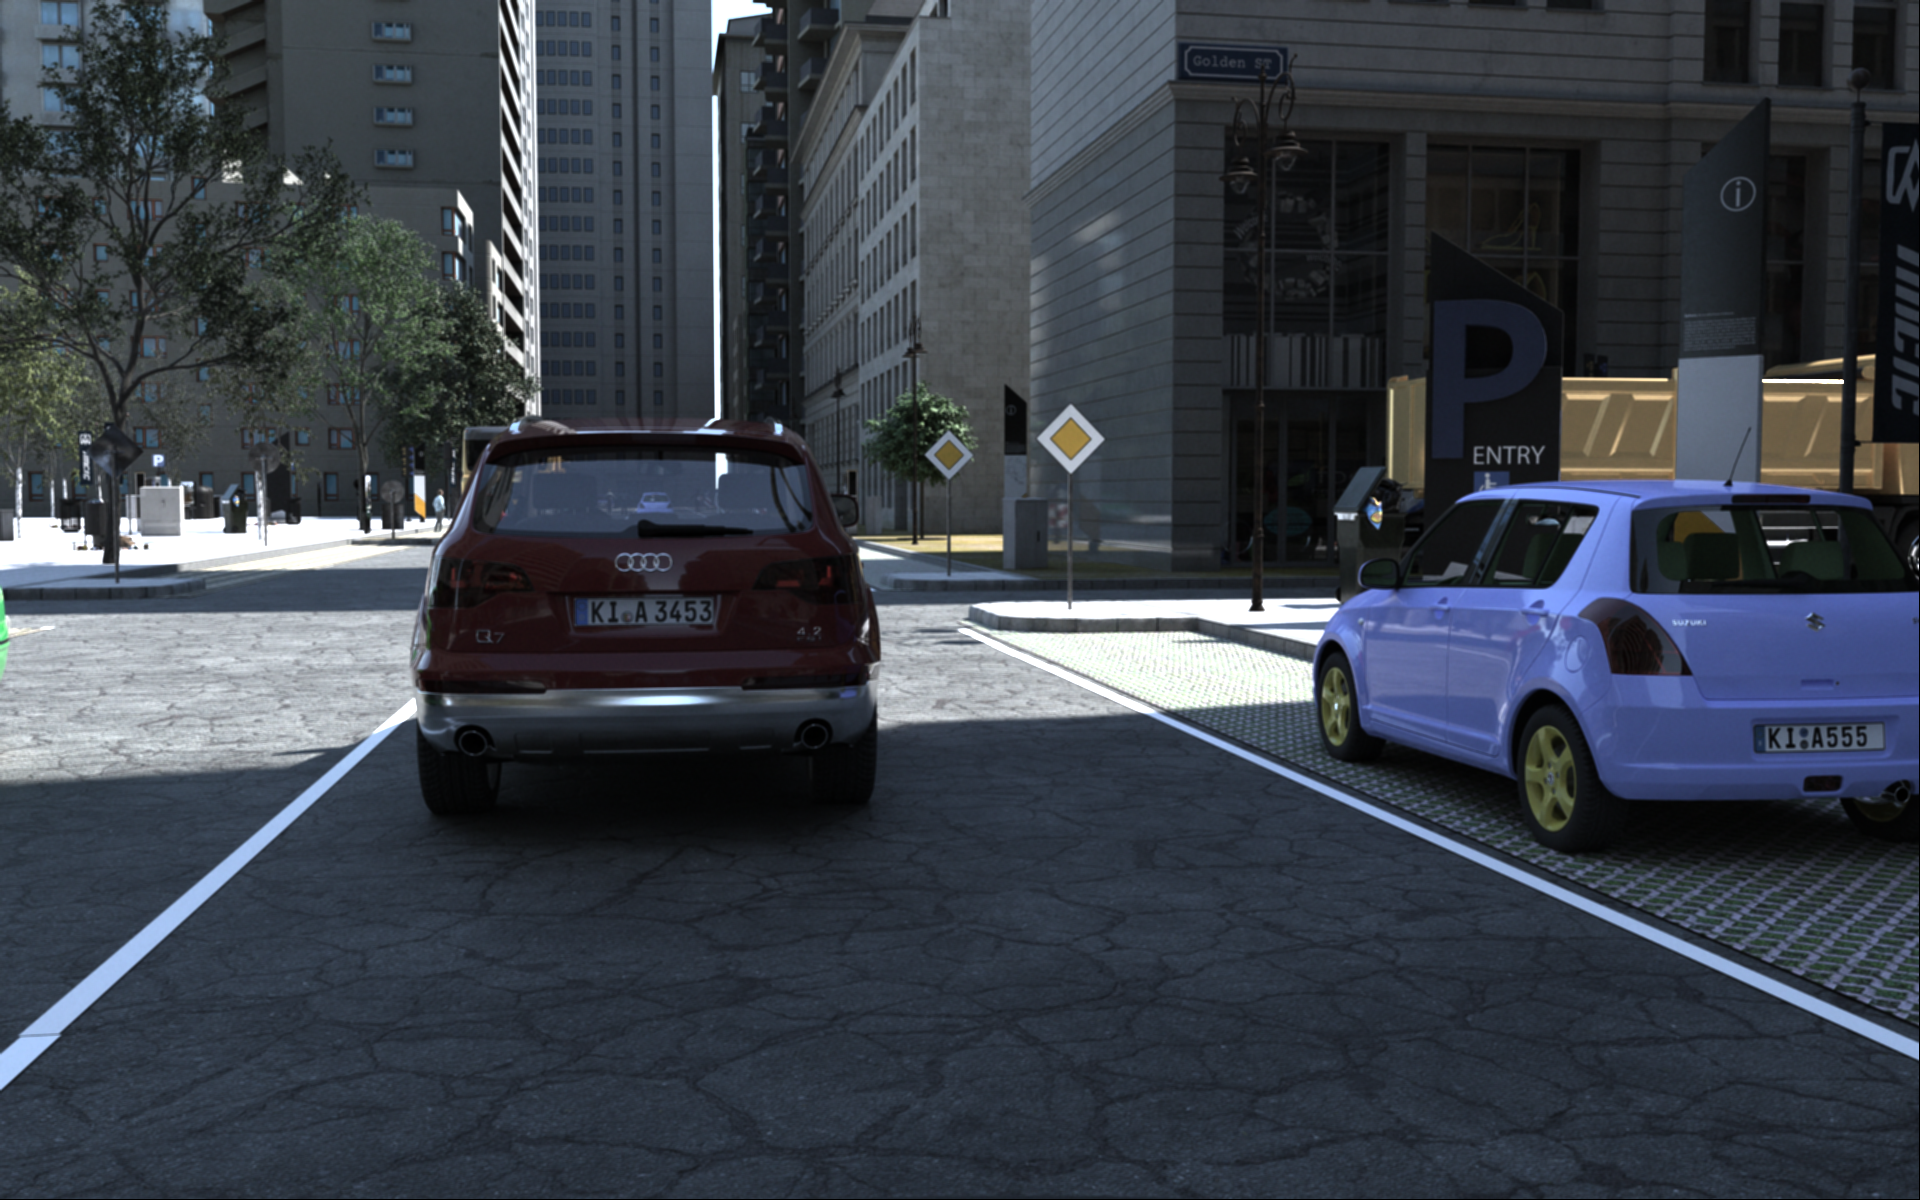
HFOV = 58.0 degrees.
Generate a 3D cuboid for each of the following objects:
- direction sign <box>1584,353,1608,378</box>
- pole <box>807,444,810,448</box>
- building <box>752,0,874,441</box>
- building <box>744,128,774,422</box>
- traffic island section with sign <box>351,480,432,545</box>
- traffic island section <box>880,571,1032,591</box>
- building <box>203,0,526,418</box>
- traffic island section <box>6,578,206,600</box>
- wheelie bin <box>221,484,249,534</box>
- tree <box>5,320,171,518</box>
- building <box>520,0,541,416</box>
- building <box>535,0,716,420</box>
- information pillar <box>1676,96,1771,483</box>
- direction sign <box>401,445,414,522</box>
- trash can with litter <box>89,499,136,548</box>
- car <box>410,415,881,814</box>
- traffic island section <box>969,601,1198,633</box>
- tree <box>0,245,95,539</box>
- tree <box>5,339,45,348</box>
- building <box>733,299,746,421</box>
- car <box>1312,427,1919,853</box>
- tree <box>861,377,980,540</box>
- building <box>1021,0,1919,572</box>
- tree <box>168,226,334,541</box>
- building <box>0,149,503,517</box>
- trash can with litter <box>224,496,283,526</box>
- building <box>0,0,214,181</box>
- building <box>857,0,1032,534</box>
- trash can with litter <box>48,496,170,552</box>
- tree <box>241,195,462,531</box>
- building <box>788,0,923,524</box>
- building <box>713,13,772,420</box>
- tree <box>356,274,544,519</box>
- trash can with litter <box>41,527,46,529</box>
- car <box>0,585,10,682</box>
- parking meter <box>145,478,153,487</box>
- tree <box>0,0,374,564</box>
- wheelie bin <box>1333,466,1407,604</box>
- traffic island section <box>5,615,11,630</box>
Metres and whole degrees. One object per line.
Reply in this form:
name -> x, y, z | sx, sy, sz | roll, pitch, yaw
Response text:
direction sign -> 10.324, -2.215, 28.219 | 0.379, 3.537, 0.876 | 3, 5, 42
pole -> -6.268, -4.732, 71.204 | 0.158, 3.312, 0.155 | 0, 3, 0
building -> -2.731, -28.397, 118.910 | 22.147, 44.769, 28.867 | -1, 4, -10
building -> -10.518, -22.572, 140.749 | 14.160, 30.474, 14.107 | -1, 4, -10
traffic island section with sign -> -16.125, -2.484, 49.239 | 1.989, 1.847, 2.006 | -1, 4, -10
traffic island section -> -0.154, -0.292, 27.061 | 2.009, 0.180, 2.903 | -1, 4, -10
building -> -45.824, -31.276, 135.065 | 21.300, 48.544, 21.600 | -1, 4, -10
traffic island section -> -12.161, -0.163, 24.952 | 2.009, 0.180, 2.903 | -1, 4, -10
wheelie bin -> -23.460, -2.945, 56.066 | 0.980, 1.594, 0.693 | 3, 5, 42
tree -> -34.527, -7.257, 69.013 | 4.360, 8.622, 3.978 | 0, 3, 0
building -> -50.112, -44.123, 159.663 | 20.611, 71.187, 20.563 | -1, 4, -10
building -> -41.673, -39.718, 191.391 | 28.212, 58.520, 21.231 | -1, 4, -10
information pillar -> 4.607, -1.169, 10.470 | 0.504, 3.616, 0.183 | 3, 5, 41
direction sign -> -25.440, -5.373, 79.850 | 0.876, 3.537, 0.379 | 2, 4, 33
trash can with litter -> -20.348, -1.848, 41.600 | 1.055, 1.170, 0.624 | 0, 4, 5
car -> -1.628, -0.045, 9.406 | 2.281, 1.827, 5.304 | -1, 4, -8
traffic island section -> 1.235, 0.189, 19.197 | 2.009, 0.180, 2.903 | -1, 4, -10
tree -> -26.971, -6.067, 49.554 | 4.737, 8.622, 4.395 | 0, 3, 0
tree -> -42.867, -7.691, 76.110 | 4.360, 8.622, 3.978 | 0, 3, 0
building -> -6.780, -19.484, 163.597 | 27.650, 21.520, 28.899 | -1, 4, -10
car -> 2.984, 0.079, 8.293 | 1.945, 1.707, 3.694 | -1, 4, -9
tree -> -0.995, -3.978, 48.758 | 4.285, 4.588, 4.351 | 0, 3, 0
building -> 17.044, -15.778, 35.459 | 29.804, 29.767, 11.434 | -1, 4, -10
tree -> -19.241, -5.936, 47.424 | 4.360, 8.622, 3.978 | 0, 3, 0
building -> -44.551, -16.222, 110.262 | 27.650, 21.520, 28.899 | -1, 4, -10
trash can with litter -> -28.701, -3.628, 70.381 | 2.233, 1.210, 1.678 | -1, 4, -23
building -> -75.619, -32.643, 153.315 | 30.456, 49.044, 23.786 | -1, 4, -10
building -> 2.355, -12.832, 64.559 | 10.420, 20.320, 16.860 | -1, 4, -10
trash can with litter -> -19.234, -1.731, 39.367 | 2.233, 1.210, 1.678 | -1, 4, -11
tree -> -21.125, -8.261, 60.821 | 9.928, 11.665, 9.643 | 0, 3, 0
building -> 0.553, -15.575, 87.939 | 16.112, 22.955, 30.059 | -1, 4, -10
building -> -14.419, -37.388, 200.526 | 27.495, 52.752, 28.713 | -1, 4, -10
tree -> -26.670, -10.638, 90.938 | 9.611, 12.733, 9.660 | 0, 3, 0
trash can with litter -> -33.406, -3.315, 65.253 | 2.233, 1.210, 1.678 | -1, 4, -9
car -> -6.031, 0.051, 7.966 | 1.959, 1.807, 4.718 | -1, 4, -9
parking meter -> -29.415, -3.481, 62.625 | 0.255, 1.863, 0.399 | 3, 4, 39
tree -> -15.307, -5.929, 31.356 | 7.601, 10.594, 8.767 | 2, 4, 25
wheelie bin -> 4.747, -0.743, 20.051 | 0.693, 1.594, 0.980 | -1, 4, -14
traffic island section -> -10.772, 0.318, 17.089 | 2.009, 0.180, 2.903 | -1, 4, -10
